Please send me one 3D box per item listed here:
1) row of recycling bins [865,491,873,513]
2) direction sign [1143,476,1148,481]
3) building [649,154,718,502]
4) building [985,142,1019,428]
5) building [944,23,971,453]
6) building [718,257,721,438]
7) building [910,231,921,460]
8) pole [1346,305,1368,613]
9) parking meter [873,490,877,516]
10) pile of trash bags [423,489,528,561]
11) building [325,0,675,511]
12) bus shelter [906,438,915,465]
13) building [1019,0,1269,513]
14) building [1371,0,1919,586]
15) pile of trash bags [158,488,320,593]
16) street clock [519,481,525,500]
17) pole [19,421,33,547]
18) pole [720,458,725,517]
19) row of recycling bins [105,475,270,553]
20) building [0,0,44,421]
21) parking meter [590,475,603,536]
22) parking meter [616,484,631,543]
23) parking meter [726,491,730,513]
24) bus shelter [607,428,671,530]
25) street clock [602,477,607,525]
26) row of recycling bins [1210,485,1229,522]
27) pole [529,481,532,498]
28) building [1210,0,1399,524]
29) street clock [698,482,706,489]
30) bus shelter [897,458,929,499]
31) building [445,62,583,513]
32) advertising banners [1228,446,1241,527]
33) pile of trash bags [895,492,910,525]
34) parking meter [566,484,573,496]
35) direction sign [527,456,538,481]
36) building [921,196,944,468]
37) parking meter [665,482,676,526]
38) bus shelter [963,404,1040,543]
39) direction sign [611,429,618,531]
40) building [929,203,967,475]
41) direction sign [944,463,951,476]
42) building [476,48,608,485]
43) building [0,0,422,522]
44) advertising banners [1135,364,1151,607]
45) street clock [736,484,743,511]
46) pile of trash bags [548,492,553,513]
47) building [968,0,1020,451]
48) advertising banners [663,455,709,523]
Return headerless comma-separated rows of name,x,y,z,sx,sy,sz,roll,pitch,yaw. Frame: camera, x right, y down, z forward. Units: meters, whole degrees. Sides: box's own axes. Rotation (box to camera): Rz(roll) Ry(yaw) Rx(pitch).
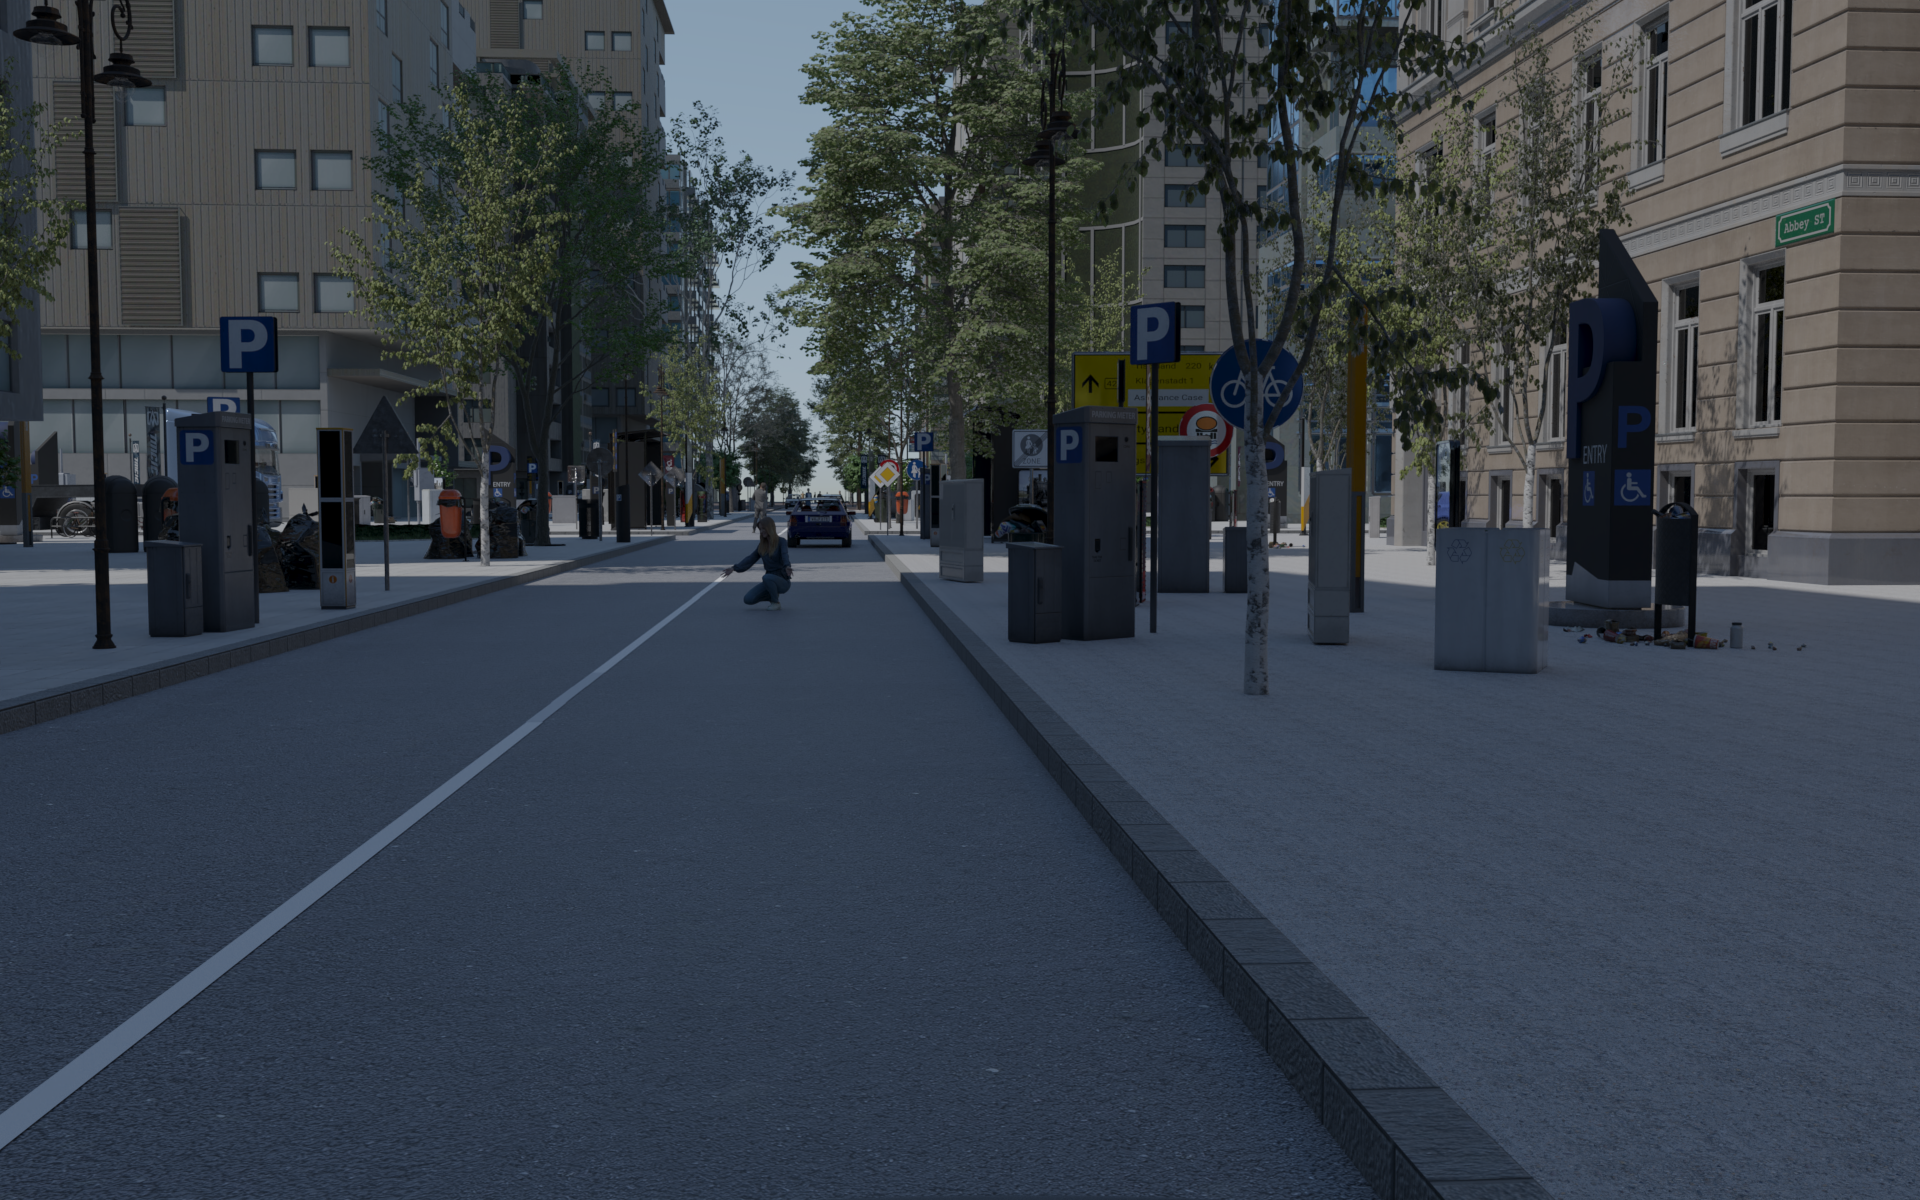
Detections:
row of recycling bins,-5.513,-6.524,113.775,1.069,1.692,3.534,1,4,9
direction sign,11.392,-7.135,108.661,0.876,3.537,0.379,0,4,-8
building,-47.633,-38.177,243.794,23.786,49.044,30.456,0,4,-4
building,8.943,-22.862,145.499,14.160,30.474,14.107,0,4,-4
building,13.480,-36.624,188.048,28.713,52.752,27.495,0,4,-4
building,-49.664,-40.078,274.885,23.786,49.044,30.456,0,4,-4
building,3.236,-38.361,281.833,22.147,44.769,28.867,0,4,-4
pole,4.275,-1.520,18.699,0.158,3.312,0.155,0,3,0
parking meter,-4.945,-5.753,102.478,0.372,1.533,0.369,0,3,0
pile of trash bags,-9.746,-1.508,34.404,1.912,1.369,3.447,0,4,-3
building,-43.545,-35.613,171.508,28.713,52.752,27.495,0,4,-4
bus shelter,-3.683,-8.496,116.547,2.179,5.291,8.768,0,4,-4
building,13.406,-42.093,126.469,20.563,71.187,20.611,0,4,-4
building,17.657,-15.146,33.545,13.634,28.700,20.117,0,4,-4
pile of trash bags,-10.040,-0.857,23.760,3.447,1.369,1.912,3,5,40
street clock,-24.054,-5.539,95.127,0.358,2.002,0.471,-1,4,-17
pole,-22.490,-2.928,41.709,0.158,3.312,0.155,0,3,0
pole,-13.943,-6.574,101.324,0.158,3.312,0.155,0,3,0
row of recycling bins,-17.286,-1.928,38.633,3.534,1.692,1.069,-2,4,-31
building,-26.728,-21.334,32.408,14.086,41.232,14.154,0,4,-4
parking meter,-11.098,-2.888,52.927,0.399,1.863,0.255,-1,4,-14
parking meter,-8.920,-2.291,45.866,0.372,1.533,0.369,0,3,0
parking meter,-15.825,-6.669,117.456,0.372,1.533,0.369,0,3,0
bus shelter,-11.957,-4.505,64.935,1.731,3.624,6.357,0,4,-4
street clock,-14.855,-4.107,71.715,0.471,2.002,0.358,1,4,9
row of recycling bins,11.012,-4.449,79.860,3.534,1.692,1.069,-3,5,-39
pole,-27.478,-7.158,110.880,0.158,3.312,0.155,0,3,0
building,28.320,-47.176,84.005,31.000,86.520,22.319,0,4,-4
street clock,-15.533,-6.105,104.389,0.471,2.002,0.358,1,4,14
bus shelter,-2.941,-6.502,100.232,2.014,3.302,5.546,0,4,-4
building,-34.219,-21.263,119.355,14.160,30.474,14.107,0,4,-4
advertising banners,9.951,-4.065,62.643,0.090,3.025,2.074,1,4,20
pile of trash bags,-0.998,-3.802,71.916,3.447,1.369,1.912,-1,4,-10
parking meter,-22.179,-5.669,98.405,0.399,1.863,0.255,-1,4,-18
direction sign,-25.397,-6.807,103.298,0.876,3.537,0.379,1,4,11
building,1.398,-37.289,259.791,14.600,45.320,14.200,0,4,-4
parking meter,-11.583,-3.890,69.308,0.399,1.863,0.255,0,4,-8
bus shelter,1.093,-3.471,48.036,1.731,3.624,6.357,0,4,-4
direction sign,-12.044,-4.192,60.542,0.379,3.537,0.876,-1,4,-20
building,2.466,-34.378,245.676,14.154,41.232,14.086,0,4,-4
direction sign,-0.744,-8.170,125.571,0.876,3.537,0.379,1,4,14
building,-44.369,-27.753,145.642,32.217,40.220,23.993,0,4,-4
building,-40.502,-30.525,88.322,28.713,52.752,27.495,0,4,-4
advertising banners,2.157,-1.486,20.476,0.090,3.025,2.074,1,4,11
street clock,-16.426,-7.613,129.049,0.358,2.002,0.471,3,4,38
pile of trash bags,-18.809,-3.840,72.538,3.447,1.369,1.912,-1,4,-8
building,12.214,-33.016,163.516,21.300,48.544,21.600,0,4,-4
advertising banners,-12.353,-5.010,78.103,2.074,3.025,0.090,-1,4,-19
